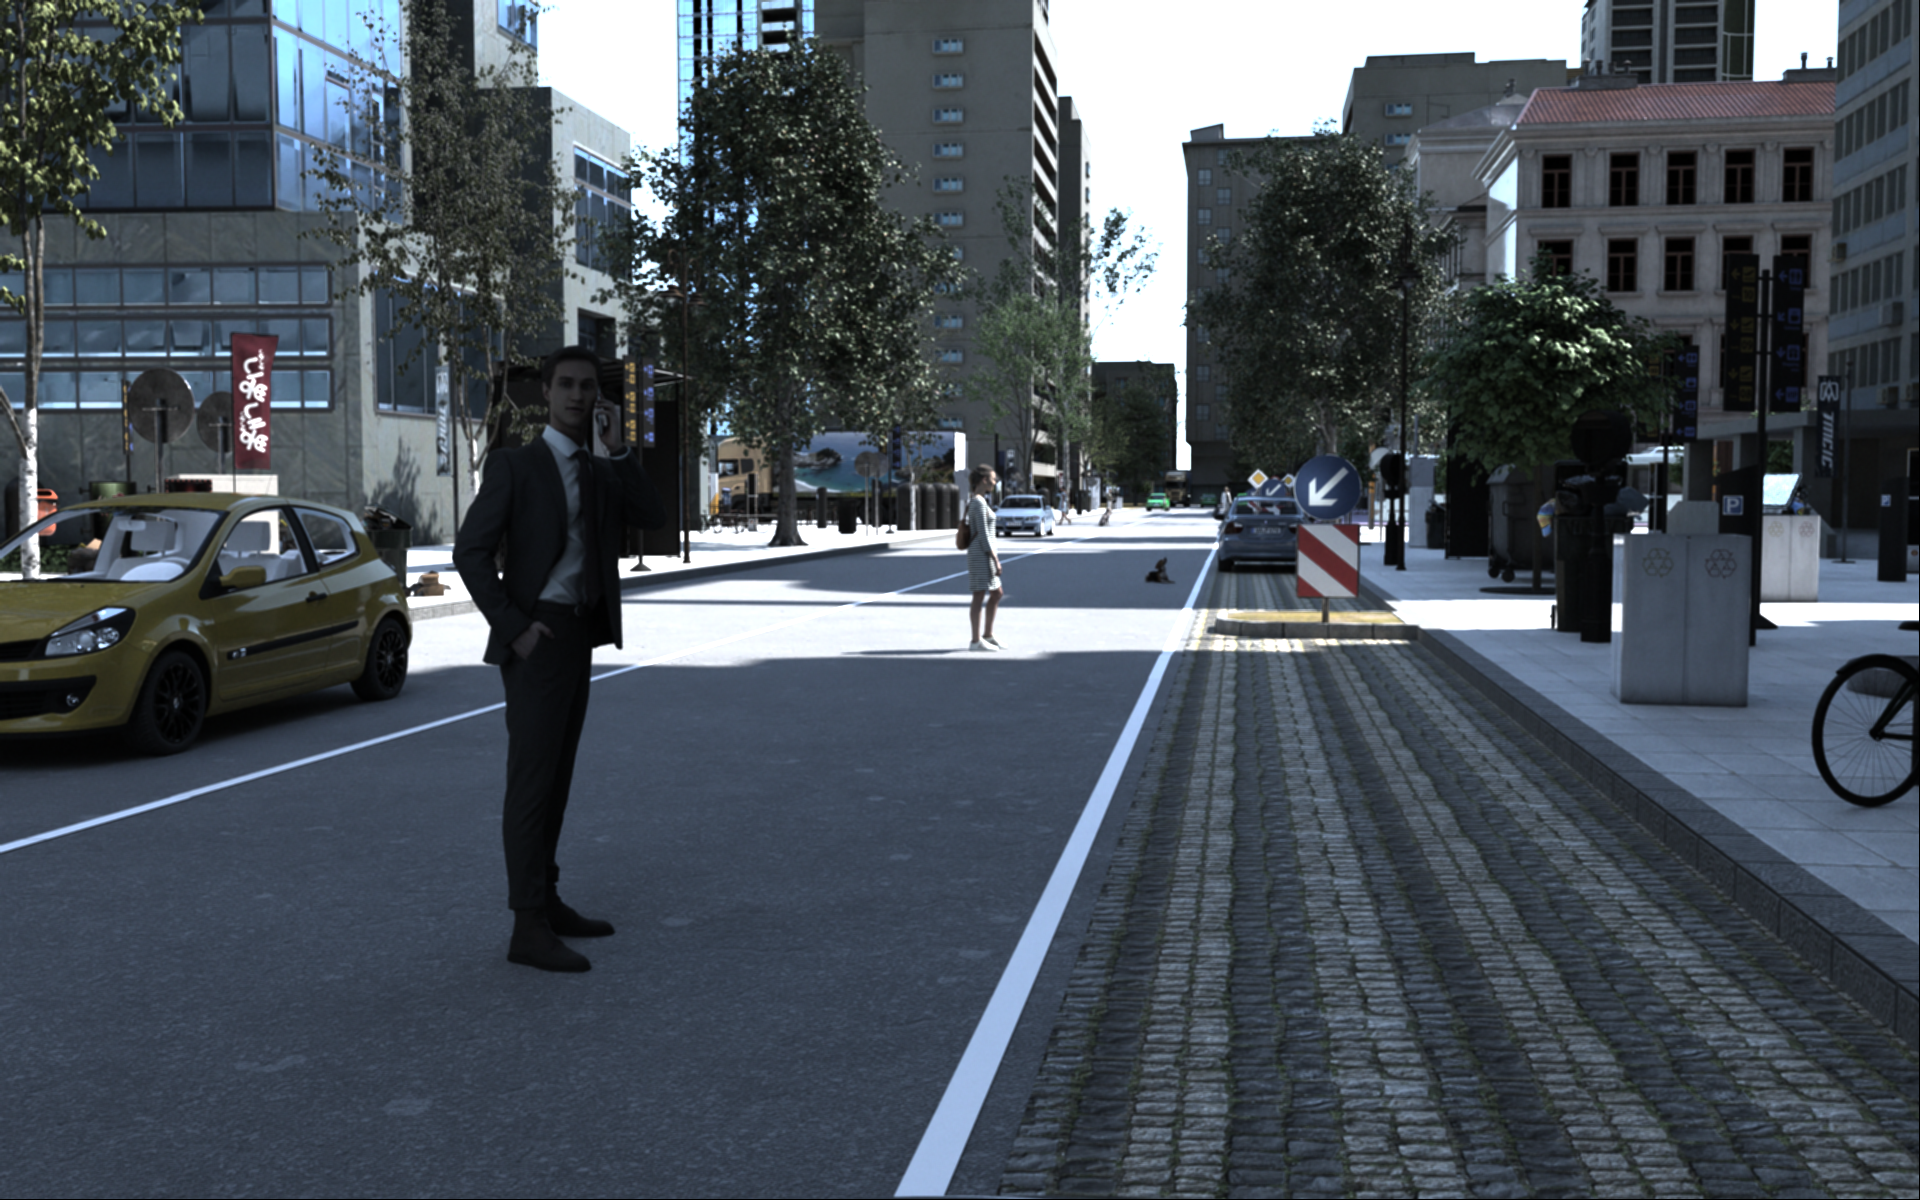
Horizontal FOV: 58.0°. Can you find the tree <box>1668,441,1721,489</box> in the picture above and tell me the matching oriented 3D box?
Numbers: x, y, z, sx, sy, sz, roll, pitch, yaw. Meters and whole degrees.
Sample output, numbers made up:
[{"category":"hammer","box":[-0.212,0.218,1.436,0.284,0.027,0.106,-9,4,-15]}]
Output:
[{"category":"tree","box":[22.812,-3.624,53.857,1.663,3.219,1.824,0,3,0]}]

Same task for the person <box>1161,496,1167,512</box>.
[{"category":"person","box":[16.490,-7.780,139.950,0.590,1.304,0.306,-3,4,-36]}]

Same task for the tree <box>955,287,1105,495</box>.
[{"category":"tree","box":[3.436,-9.906,87.720,9.928,11.665,9.643,0,3,0]}]

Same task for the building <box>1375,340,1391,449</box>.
[{"category":"building","box":[40.184,-18.901,138.701,12.332,23.373,15.834,1,4,9]}]

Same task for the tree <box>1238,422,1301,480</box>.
[{"category":"tree","box":[28.657,-14.597,156.792,7.486,12.596,7.792,0,3,0]}]

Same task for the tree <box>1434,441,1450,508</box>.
[{"category":"tree","box":[17.351,-4.120,61.969,1.663,3.219,1.824,0,3,0]}]

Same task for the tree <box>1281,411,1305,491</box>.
[{"category":"tree","box":[25.146,-11.054,131.088,4.737,8.622,4.395,0,3,0]}]

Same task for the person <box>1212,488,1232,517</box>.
[{"category":"person","box":[16.634,-6.163,109.474,1.509,1.804,0.699,-1,4,-15]}]

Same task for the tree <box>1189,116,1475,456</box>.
[{"category":"tree","box":[18.684,-14.012,84.993,12.611,20.169,13.585,0,3,0]}]

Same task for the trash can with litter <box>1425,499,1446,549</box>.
[{"category":"trash can with litter","box":[11.371,-1.773,40.373,1.055,1.170,0.624,1,4,18]}]

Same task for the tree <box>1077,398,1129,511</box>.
[{"category":"tree","box":[10.527,-11.094,131.741,4.737,8.622,4.395,0,3,0]}]

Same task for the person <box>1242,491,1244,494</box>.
[{"category":"person","box":[31.296,-11.131,191.206,0.721,1.735,1.217,2,4,25]}]

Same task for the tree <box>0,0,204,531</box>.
[{"category":"tree","box":[-8.243,-3.934,14.687,4.737,8.622,4.395,0,3,0]}]

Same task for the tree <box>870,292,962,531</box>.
[{"category":"tree","box":[-1.768,-6.663,59.299,4.360,8.622,3.978,0,3,0]}]

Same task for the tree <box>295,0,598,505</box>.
[{"category":"tree","box":[-6.835,-4.501,23.955,4.360,8.622,3.978,0,3,0]}]

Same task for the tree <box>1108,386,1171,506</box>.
[{"category":"tree","box":[18.813,-16.178,182.640,7.486,12.596,7.792,0,3,0]}]

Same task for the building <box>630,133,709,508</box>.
[{"category":"building","box":[-21.459,-55.051,212.747,31.000,86.520,22.319,1,4,9]}]

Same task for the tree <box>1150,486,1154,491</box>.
[{"category":"tree","box":[23.041,-13.448,214.478,1.663,3.219,1.824,0,3,0]}]

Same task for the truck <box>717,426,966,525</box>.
[{"category":"truck","box":[-5.490,-5.188,73.744,11.283,4.237,2.839,1,4,11]}]

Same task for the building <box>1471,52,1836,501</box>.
[{"category":"building","box":[36.505,-15.190,84.516,21.152,22.565,11.583,1,4,9]}]

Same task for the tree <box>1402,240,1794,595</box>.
[{"category":"tree","box":[7.514,-2.381,22.639,4.285,4.588,4.351,0,3,0]}]

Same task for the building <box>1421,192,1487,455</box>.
[{"category":"building","box":[32.677,-14.460,101.052,10.561,19.102,19.286,1,4,9]}]

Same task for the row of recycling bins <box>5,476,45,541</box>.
[{"category":"row of recycling bins","box":[-22.344,-1.926,38.595,3.534,1.692,1.069,-2,4,-24]}]

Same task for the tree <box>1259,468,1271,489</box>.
[{"category":"tree","box":[33.679,-12.571,189.250,4.285,4.588,4.351,0,3,0]}]

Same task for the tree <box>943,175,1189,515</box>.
[{"category":"tree","box":[4.988,-15.218,104.701,12.611,20.169,13.585,0,3,0]}]

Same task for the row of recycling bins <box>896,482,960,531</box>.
[{"category":"row of recycling bins","box":[-1.064,-3.337,61.673,1.069,1.692,3.534,2,4,31]}]

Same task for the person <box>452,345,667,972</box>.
[{"category":"person","box":[-1.238,0.145,5.490,0.474,1.900,0.648,1,4,21]}]

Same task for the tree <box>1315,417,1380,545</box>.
[{"category":"tree","box":[10.044,-3.019,43.961,1.663,3.219,1.824,0,3,0]}]

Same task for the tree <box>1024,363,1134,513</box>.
[{"category":"tree","box":[8.605,-11.338,119.788,7.601,10.594,8.767,2,4,30]}]

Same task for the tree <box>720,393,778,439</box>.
[{"category":"tree","box":[-10.959,-8.649,91.769,4.737,8.622,4.395,0,3,0]}]

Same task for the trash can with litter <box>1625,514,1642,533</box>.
[{"category":"trash can with litter","box":[12.169,-1.284,32.374,1.055,1.170,0.624,-2,4,-32]}]

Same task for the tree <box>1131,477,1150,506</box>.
[{"category":"tree","box":[19.722,-12.043,191.509,1.663,3.219,1.824,0,3,0]}]

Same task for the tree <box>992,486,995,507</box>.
[{"category":"tree","box":[2.776,-8.909,140.270,1.663,3.219,1.824,0,3,0]}]

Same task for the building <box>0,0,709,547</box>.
[{"category":"building","box":[-25.863,-45.065,49.487,31.000,86.520,22.319,1,4,9]}]

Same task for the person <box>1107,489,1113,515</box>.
[{"category":"person","box":[10.346,-6.747,119.366,0.362,1.759,0.519,2,4,26]}]

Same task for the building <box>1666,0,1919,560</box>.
[{"category":"building","box":[34.177,-21.131,37.372,32.217,40.220,23.993,1,4,9]}]

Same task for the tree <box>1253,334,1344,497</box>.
[{"category":"tree","box":[20.275,-10.988,105.414,9.928,11.665,9.643,0,3,0]}]

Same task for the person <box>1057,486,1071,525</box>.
[{"category":"person","box":[4.850,-4.388,80.344,0.778,1.811,0.616,2,4,35]}]

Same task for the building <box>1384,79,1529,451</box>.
[{"category":"building","box":[37.225,-20.471,120.604,13.634,28.700,20.117,1,4,9]}]

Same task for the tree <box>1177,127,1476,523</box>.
[{"category":"tree","box":[11.743,-8.422,54.701,9.611,12.733,9.660,0,3,0]}]

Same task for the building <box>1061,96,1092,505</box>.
[{"category":"building","box":[4.500,-35.828,209.481,21.600,48.544,21.300,1,4,9]}]

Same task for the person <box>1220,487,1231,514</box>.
[{"category":"person","box":[15.317,-5.604,100.004,0.514,1.842,0.818,-3,5,-43]}]

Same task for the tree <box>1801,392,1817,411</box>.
[{"category":"tree","box":[26.428,-4.353,54.879,4.285,4.588,4.351,0,3,0]}]

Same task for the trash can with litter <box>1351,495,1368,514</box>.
[{"category":"trash can with litter","box":[25.213,-6.050,109.974,2.233,1.210,1.678,1,4,23]}]

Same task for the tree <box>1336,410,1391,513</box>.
[{"category":"tree","box":[26.412,-10.056,114.770,4.737,8.622,4.395,0,3,0]}]

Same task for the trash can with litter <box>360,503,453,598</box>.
[{"category":"trash can with litter","box":[-6.946,-0.626,21.625,1.055,1.170,0.624,-3,5,-43]}]

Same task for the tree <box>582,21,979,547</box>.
[{"category":"tree","box":[-4.352,-7.680,42.570,9.611,12.733,9.660,0,3,0]}]

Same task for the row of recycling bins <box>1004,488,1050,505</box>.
[{"category":"row of recycling bins","box":[4.317,-6.619,115.331,3.534,1.692,1.069,-1,4,-20]}]

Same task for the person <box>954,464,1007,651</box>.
[{"category":"person","box":[0.204,-0.386,15.807,0.522,1.701,0.512,0,4,-7]}]

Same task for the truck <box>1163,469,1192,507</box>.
[{"category":"truck","box":[25.051,-12.833,198.735,2.839,4.237,11.283,1,4,11]}]

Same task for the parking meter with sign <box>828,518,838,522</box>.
[{"category":"parking meter with sign","box":[-5.418,-5.198,81.249,1.738,3.016,0.543,-1,4,-22]}]

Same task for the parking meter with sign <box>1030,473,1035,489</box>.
[{"category":"parking meter with sign","box":[6.154,-9.133,145.587,0.543,3.016,1.738,2,4,29]}]
